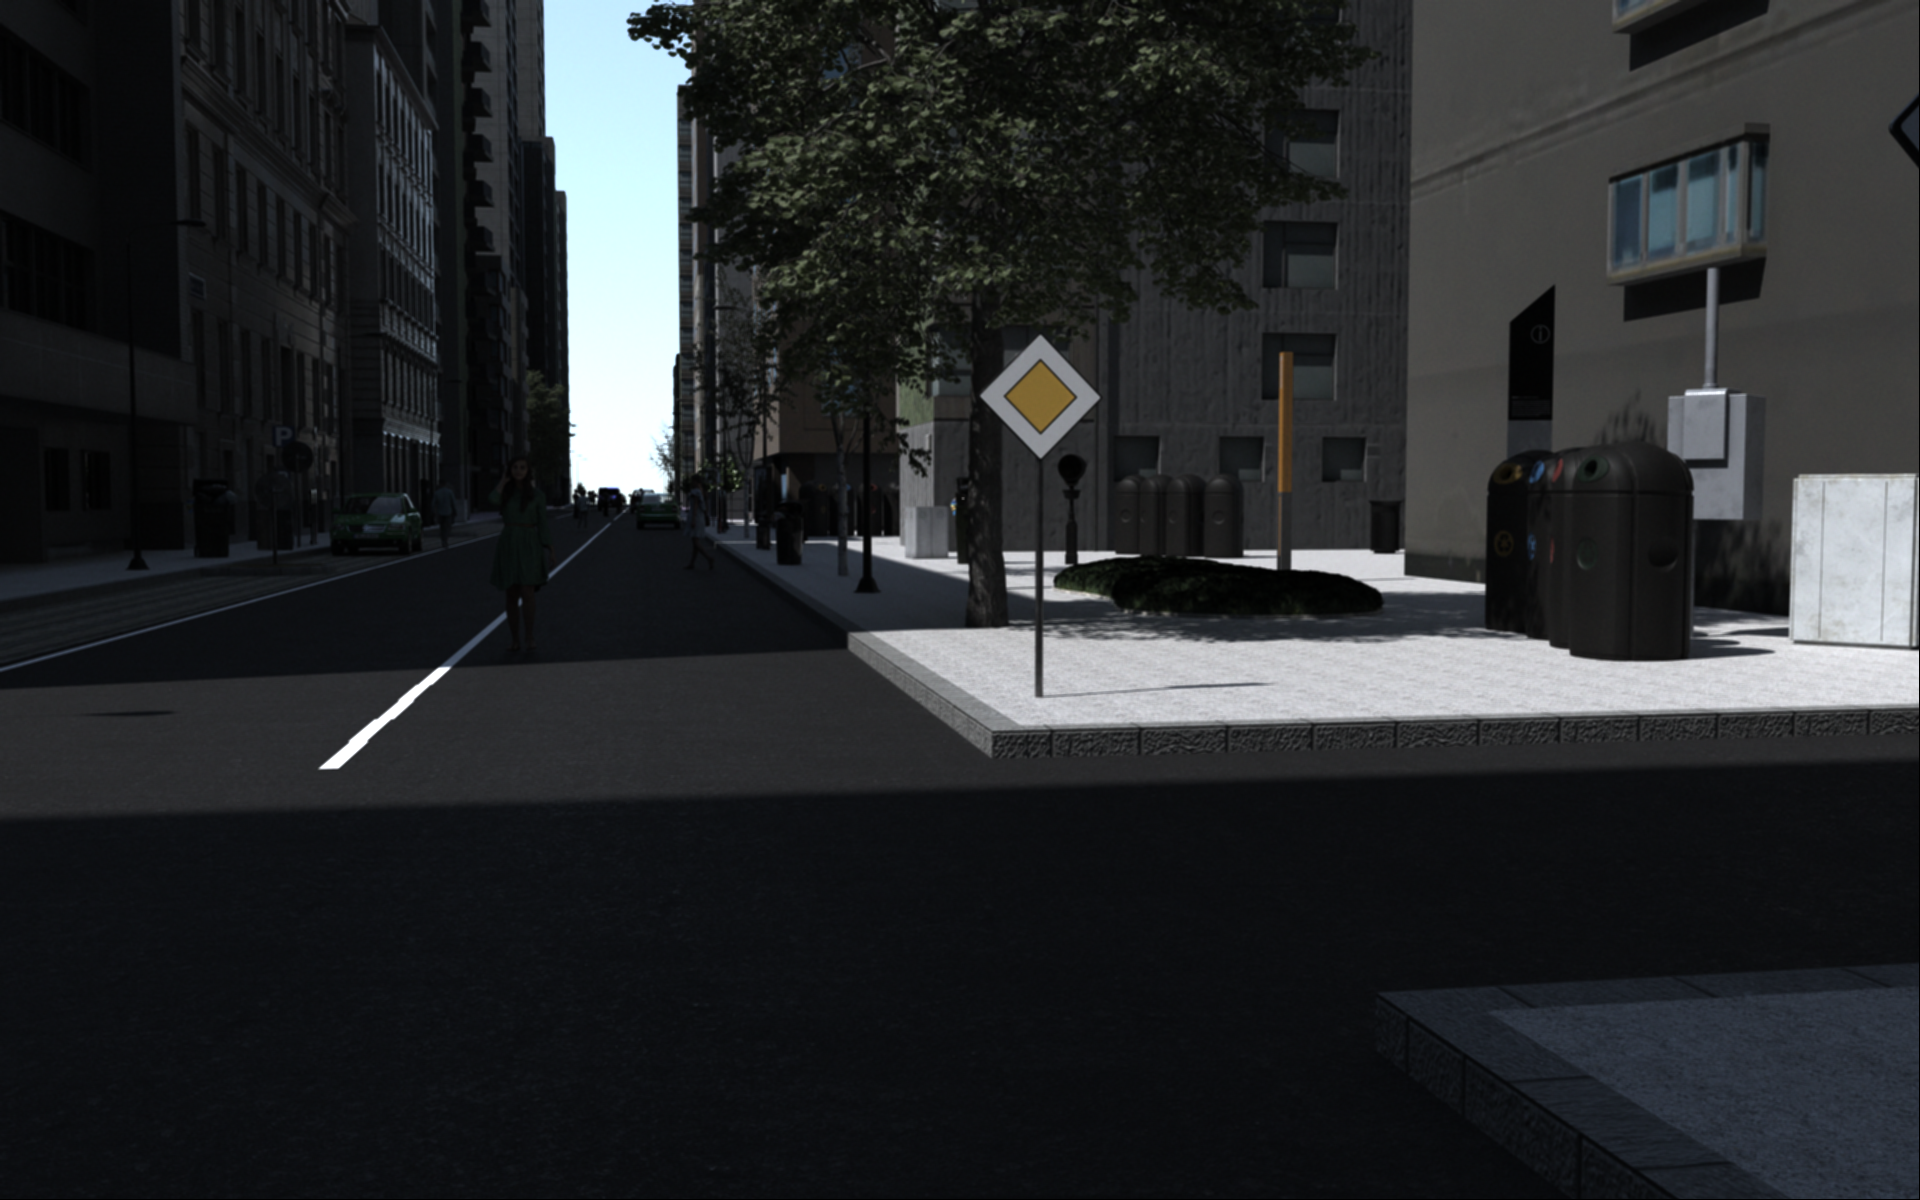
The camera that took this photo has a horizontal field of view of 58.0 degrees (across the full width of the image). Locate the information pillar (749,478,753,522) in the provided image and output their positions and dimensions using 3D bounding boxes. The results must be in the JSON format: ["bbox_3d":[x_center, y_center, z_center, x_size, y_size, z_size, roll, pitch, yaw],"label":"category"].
[{"bbox_3d":[-9.655,-4.569,79.194,0.304,2.012,0.304,-1,4,-14],"label":"information pillar"}]

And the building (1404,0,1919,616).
[{"bbox_3d":[18.119,-24.449,23.449,21.600,48.544,21.300,-1,4,-10],"label":"building"}]

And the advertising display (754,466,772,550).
[{"bbox_3d":[-4.558,-2.131,40.057,0.123,1.923,0.974,-2,4,-24],"label":"advertising display"}]

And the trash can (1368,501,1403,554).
[{"bbox_3d":[9.186,-1.576,37.426,0.748,1.137,0.748,0,3,0],"label":"trash can"}]

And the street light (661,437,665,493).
[{"bbox_3d":[-23.108,-10.211,139.483,1.470,5.913,1.316,-1,4,-10],"label":"street light"}]

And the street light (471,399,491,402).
[{"bbox_3d":[-23.610,-6.857,84.646,1.470,5.913,1.316,-1,4,-10],"label":"street light"}]

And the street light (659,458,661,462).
[{"bbox_3d":[-26.765,-11.458,159.883,1.470,5.913,1.316,-1,4,-10],"label":"street light"}]

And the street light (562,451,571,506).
[{"bbox_3d":[-38.356,-11.831,165.976,1.470,5.913,1.316,-1,4,-10],"label":"street light"}]

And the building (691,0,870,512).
[{"bbox_3d":[-16.396,-30.745,152.791,14.600,45.320,14.200,-1,4,-10],"label":"building"}]

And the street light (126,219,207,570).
[{"bbox_3d":[-13.423,-3.472,29.312,1.470,5.913,1.316,-1,4,-10],"label":"street light"}]

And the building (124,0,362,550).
[{"bbox_3d":[-25.547,-15.450,49.873,12.463,27.353,25.104,-1,4,-10],"label":"building"}]

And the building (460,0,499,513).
[{"bbox_3d":[-41.176,-27.748,108.306,22.147,44.769,28.867,-1,4,-10],"label":"building"}]

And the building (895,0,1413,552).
[{"bbox_3d":[5.100,-22.100,44.937,14.154,41.232,14.086,-1,4,-10],"label":"building"}]

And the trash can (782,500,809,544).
[{"bbox_3d":[-4.258,-2.036,44.943,0.748,1.137,0.748,0,3,0],"label":"trash can"}]

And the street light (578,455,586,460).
[{"bbox_3d":[-45.854,-14.337,206.952,1.470,5.913,1.316,-1,4,-10],"label":"street light"}]

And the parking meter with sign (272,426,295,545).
[{"bbox_3d":[-16.990,-2.887,43.471,0.543,3.016,1.738,-1,4,-18],"label":"parking meter with sign"}]

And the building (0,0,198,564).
[{"bbox_3d":[-21.185,-12.425,22.212,14.314,24.678,30.058,-1,4,-10],"label":"building"}]

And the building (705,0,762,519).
[{"bbox_3d":[-4.402,-34.251,102.007,21.231,58.520,28.212,-1,4,-10],"label":"building"}]

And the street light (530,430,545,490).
[{"bbox_3d":[-30.975,-9.351,125.437,1.470,5.913,1.316,-1,4,-10],"label":"street light"}]

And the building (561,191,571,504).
[{"bbox_3d":[-58.465,-33.161,225.777,14.154,41.232,14.086,-1,4,-10],"label":"building"}]

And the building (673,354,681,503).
[{"bbox_3d":[-23.792,-23.528,229.727,27.650,21.520,28.899,-1,4,-10],"label":"building"}]

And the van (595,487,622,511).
[{"bbox_3d":[-30.133,-8.836,148.847,2.240,2.365,5.245,-1,4,-9],"label":"van"}]

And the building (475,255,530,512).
[{"bbox_3d":[-49.349,-17.882,137.404,27.650,21.520,28.899,-1,4,-10],"label":"building"}]

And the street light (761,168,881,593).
[{"bbox_3d":[-1.742,-3.046,22.344,1.470,5.913,1.316,-1,4,-10],"label":"street light"}]

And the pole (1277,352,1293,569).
[{"bbox_3d":[4.688,-1.904,24.975,0.158,3.312,0.155,0,3,0],"label":"pole"}]

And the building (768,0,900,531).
[{"bbox_3d":[-0.667,-25.451,66.229,14.600,45.320,14.200,-1,4,-10],"label":"building"}]

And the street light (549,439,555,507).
[{"bbox_3d":[-34.757,-10.598,145.814,1.470,5.913,1.316,-1,4,-10],"label":"street light"}]

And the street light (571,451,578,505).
[{"bbox_3d":[-42.165,-13.084,186.457,1.470,5.913,1.316,-1,4,-10],"label":"street light"}]

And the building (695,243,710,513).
[{"bbox_3d":[-5.940,-17.646,133.555,27.650,21.520,28.899,-1,4,-10],"label":"building"}]

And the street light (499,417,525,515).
[{"bbox_3d":[-27.302,-8.104,105.040,1.470,5.913,1.316,-1,4,-10],"label":"street light"}]

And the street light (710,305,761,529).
[{"bbox_3d":[-5.365,-4.294,42.750,1.470,5.913,1.316,-1,4,-10],"label":"street light"}]

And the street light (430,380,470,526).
[{"bbox_3d":[-20.873,-5.978,70.277,1.470,5.913,1.316,-1,4,-10],"label":"street light"}]

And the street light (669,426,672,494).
[{"bbox_3d":[-15.685,-7.716,98.703,1.470,5.913,1.316,-1,4,-10],"label":"street light"}]

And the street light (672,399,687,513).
[{"bbox_3d":[-13.164,-6.862,84.736,1.470,5.913,1.316,-1,4,-10],"label":"street light"}]

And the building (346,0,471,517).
[{"bbox_3d":[-33.098,-24.724,87.835,14.154,41.232,14.086,-1,4,-10],"label":"building"}]

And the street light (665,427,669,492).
[{"bbox_3d":[-19.328,-8.964,119.105,1.470,5.913,1.316,-1,4,-10],"label":"street light"}]

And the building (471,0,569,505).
[{"bbox_3d":[-57.844,-47.017,206.986,20.563,71.187,20.611,-1,4,-10],"label":"building"}]

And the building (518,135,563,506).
[{"bbox_3d":[-51.975,-31.056,191.367,14.154,41.232,14.086,-1,4,-10],"label":"building"}]

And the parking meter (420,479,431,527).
[{"bbox_3d":[-20.710,-3.754,67.091,0.255,1.863,0.399,0,4,7],"label":"parking meter"}]

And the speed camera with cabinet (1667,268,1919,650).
[{"bbox_3d":[7.241,-1.261,14.958,2.038,3.252,0.660,3,5,41],"label":"speed camera with cabinet"}]

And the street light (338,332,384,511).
[{"bbox_3d":[-17.215,-4.722,49.742,1.470,5.913,1.316,-1,4,-10],"label":"street light"}]

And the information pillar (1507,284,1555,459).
[{"bbox_3d":[6.416,-1.719,19.468,0.504,3.616,0.183,1,4,9],"label":"information pillar"}]

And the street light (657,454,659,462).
[{"bbox_3d":[-30.586,-12.713,180.397,1.470,5.913,1.316,-1,4,-10],"label":"street light"}]

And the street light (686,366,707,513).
[{"bbox_3d":[-9.125,-5.541,63.131,1.470,5.913,1.316,-1,4,-10],"label":"street light"}]

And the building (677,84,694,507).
[{"bbox_3d":[-21.766,-30.216,177.632,14.154,41.232,14.086,-1,4,-10],"label":"building"}]
